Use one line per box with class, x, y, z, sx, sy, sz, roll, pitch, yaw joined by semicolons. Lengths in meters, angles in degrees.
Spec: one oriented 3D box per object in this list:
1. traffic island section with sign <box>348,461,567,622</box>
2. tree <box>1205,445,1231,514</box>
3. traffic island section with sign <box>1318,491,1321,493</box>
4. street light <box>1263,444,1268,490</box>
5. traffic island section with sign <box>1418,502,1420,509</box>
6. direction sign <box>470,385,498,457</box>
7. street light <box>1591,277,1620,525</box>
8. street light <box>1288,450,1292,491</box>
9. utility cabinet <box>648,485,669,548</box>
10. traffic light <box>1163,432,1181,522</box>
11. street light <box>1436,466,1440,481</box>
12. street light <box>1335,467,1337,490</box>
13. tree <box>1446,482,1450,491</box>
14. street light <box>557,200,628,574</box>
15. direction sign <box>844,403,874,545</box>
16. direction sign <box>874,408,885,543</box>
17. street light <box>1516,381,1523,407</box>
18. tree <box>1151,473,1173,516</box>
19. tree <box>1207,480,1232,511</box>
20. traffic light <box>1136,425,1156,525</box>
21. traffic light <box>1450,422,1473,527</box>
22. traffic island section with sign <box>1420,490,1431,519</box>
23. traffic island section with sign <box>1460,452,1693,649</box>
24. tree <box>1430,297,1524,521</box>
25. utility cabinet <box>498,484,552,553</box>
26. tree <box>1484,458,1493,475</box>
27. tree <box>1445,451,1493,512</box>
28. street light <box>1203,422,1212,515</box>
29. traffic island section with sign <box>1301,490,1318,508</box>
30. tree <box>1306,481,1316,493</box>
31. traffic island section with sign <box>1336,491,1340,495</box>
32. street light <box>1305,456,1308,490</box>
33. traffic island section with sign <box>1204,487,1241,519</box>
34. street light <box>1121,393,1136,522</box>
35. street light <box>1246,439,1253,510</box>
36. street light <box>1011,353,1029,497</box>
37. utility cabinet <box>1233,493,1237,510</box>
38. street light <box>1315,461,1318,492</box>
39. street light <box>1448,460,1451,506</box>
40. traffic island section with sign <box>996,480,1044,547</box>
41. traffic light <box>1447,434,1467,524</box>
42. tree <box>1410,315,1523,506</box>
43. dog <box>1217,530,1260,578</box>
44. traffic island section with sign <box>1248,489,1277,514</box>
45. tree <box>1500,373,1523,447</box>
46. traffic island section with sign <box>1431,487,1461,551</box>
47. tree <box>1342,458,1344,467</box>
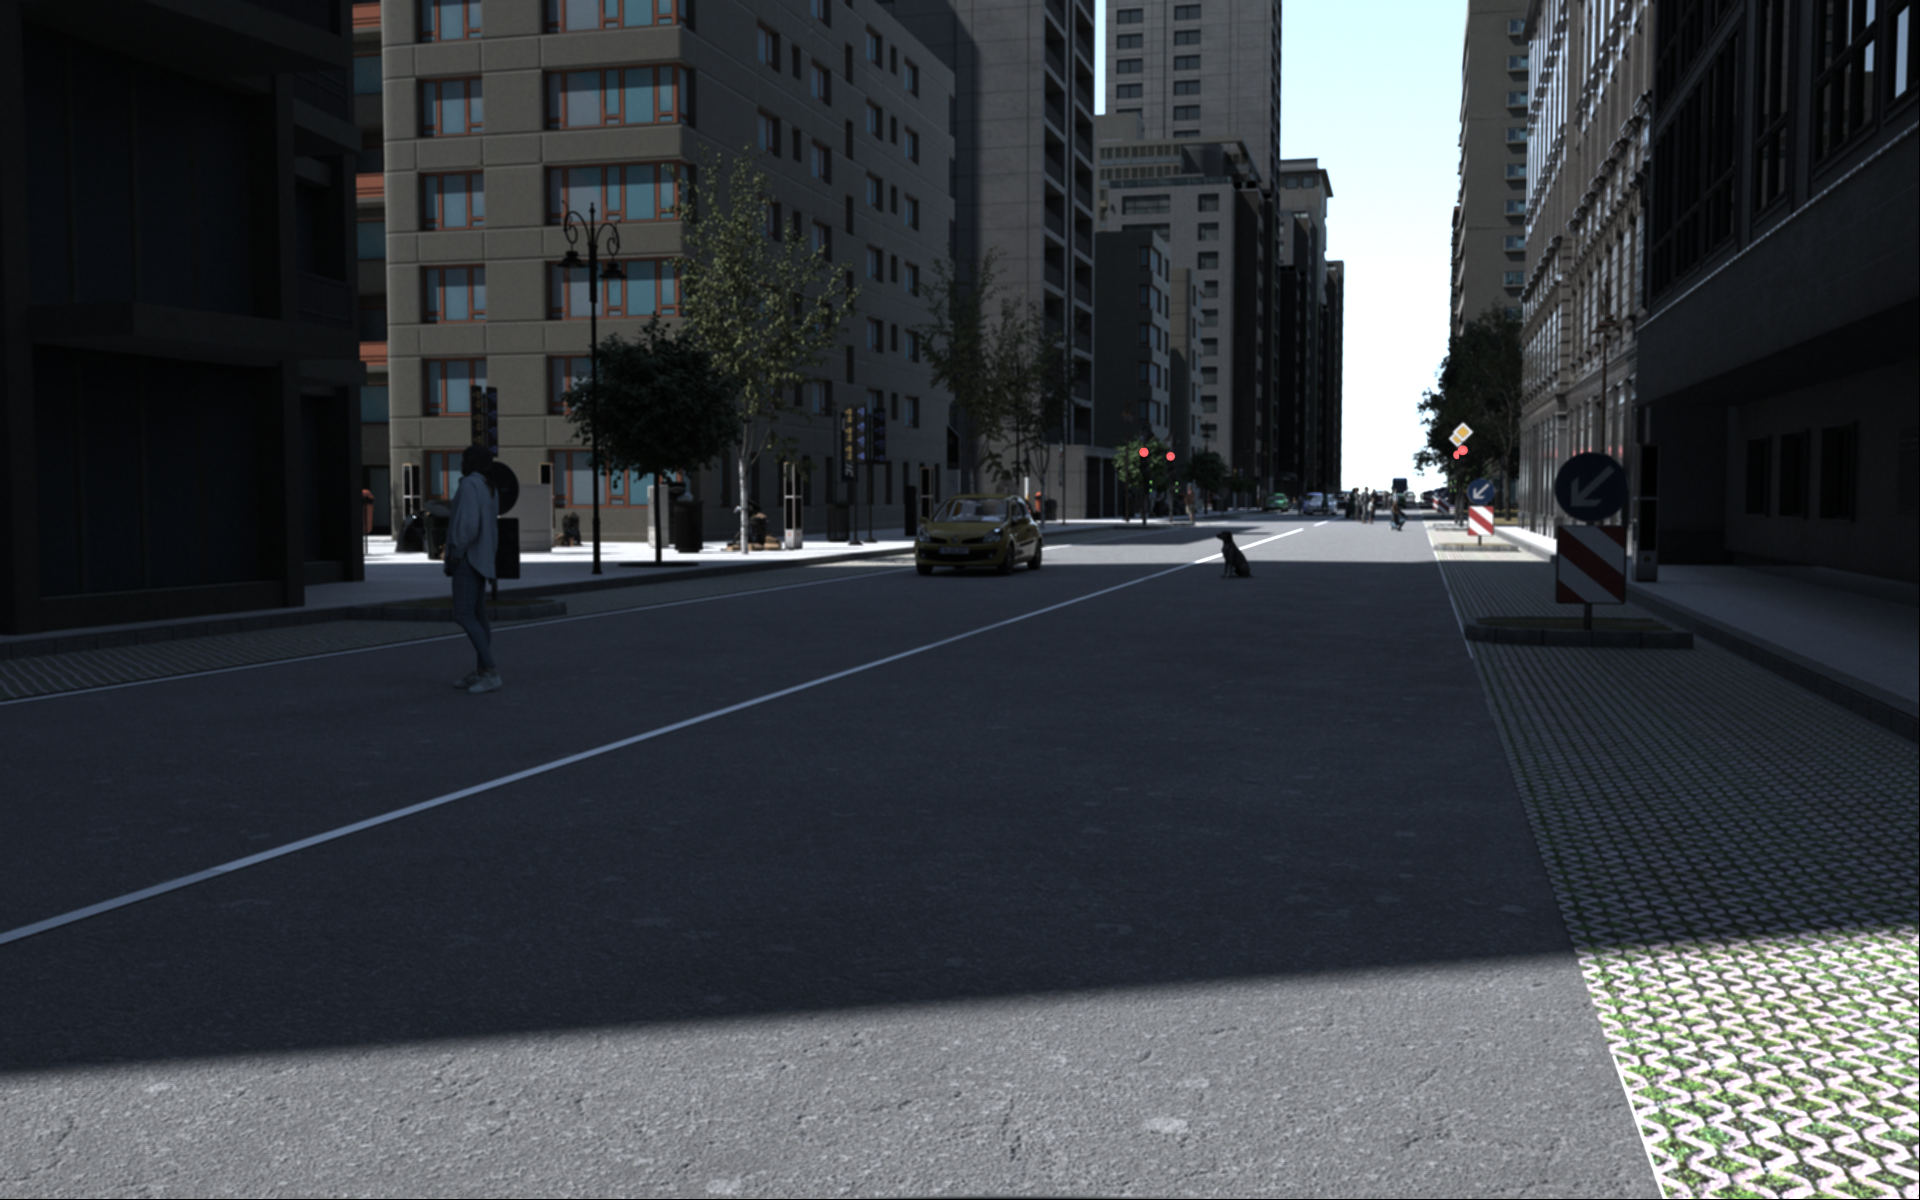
traffic island section with sign;-5.728;-0.711;20.253;1.989;1.847;2.006;1;4;15
tree;16.023;-7.883;112.598;4.285;4.588;4.351;0;3;0
traffic island section with sign;41.771;-11.792;201.430;1.989;1.847;2.006;1;4;15
street light;27.041;-11.037;153.237;0.468;5.910;1.993;1;4;15
traffic island section with sign;33.969;-7.038;123.704;1.989;1.847;2.006;1;4;15
direction sign;-10.004;-2.721;36.491;0.379;3.537;0.876;1;4;20
street light;13.793;-3.935;37.127;0.468;5.910;1.993;1;4;15
street light;34.645;-12.810;182.234;0.468;5.910;1.993;1;4;15
utility cabinet;-7.210;-1.996;41.314;0.318;1.500;1.173;-1;4;-20
traffic light;9.585;-5.473;78.408;0.839;4.253;0.868;1;4;15
street light;83.070;-20.111;301.597;0.468;5.910;1.993;1;4;15
street light;63.331;-19.491;291.460;0.468;5.910;1.993;1;4;15
tree;64.765;-14.296;228.347;1.663;3.219;1.824;0;3;0
street light;-5.824;-3.353;27.603;0.468;5.910;1.993;1;4;15
direction sign;-2.631;-3.151;43.513;0.379;3.537;0.876;-3;5;-39
direction sign;-2.368;-3.278;45.589;0.876;3.537;0.379;-2;4;-27
street light;21.518;-5.716;66.239;0.468;5.910;1.993;1;4;15
tree;11.463;-6.448;100.028;1.663;3.219;1.824;0;3;0
tree;19.625;-8.535;134.147;1.663;3.219;1.824;0;3;0
traffic light;7.560;-5.001;70.682;0.839;4.253;0.868;1;4;15
traffic light;19.571;-4.810;67.562;0.839;4.253;0.868;1;4;15
traffic island section with sign;27.136;-5.443;97.626;1.989;1.847;2.006;1;4;15
traffic island section with sign;6.013;-0.514;17.037;1.989;1.847;2.006;1;4;15
tree;25.903;-9.061;82.563;7.601;10.594;8.767;-1;4;-14
utility cabinet;-9.459;-1.761;37.464;1.173;1.500;0.318;-3;4;-37
tree;41.142;-11.507;138.494;4.360;8.622;3.978;0;3;0
tree;37.452;-8.800;127.593;4.285;4.588;4.351;0;3;0
street light;15.400;-8.277;108.124;0.468;5.910;1.993;1;4;15
traffic island section with sign;34.909;-10.192;175.265;1.989;1.847;2.006;1;4;15
tree;45.939;-14.188;226.566;1.663;3.219;1.824;0;3;0
traffic island section with sign;55.596;-15.021;254.225;1.989;1.847;2.006;1;4;15
street light;42.227;-14.582;211.197;0.468;5.910;1.993;1;4;15
traffic island section with sign;15.203;-5.594;100.084;1.989;1.847;2.006;1;4;15
street light;7.686;-6.513;79.278;0.468;5.910;1.993;1;4;15
street light;22.847;-10.049;137.088;0.468;5.910;1.993;1;4;15
street light;1.902;-5.147;56.948;0.468;5.910;1.993;1;4;15
utility cabinet;22.226;-8.031;139.989;0.318;1.500;1.173;1;4;9
street light;48.117;-15.957;233.676;0.468;5.910;1.993;1;4;15
street light;54.297;-13.421;192.226;0.468;5.910;1.993;1;4;15
traffic island section with sign;1.206;-2.330;46.716;1.989;1.847;2.006;1;4;15
traffic light;21.596;-5.282;75.287;0.839;4.253;0.868;1;4;15
tree;33.480;-11.871;111.097;9.611;12.733;9.660;0;3;0
dog;4.831;-0.786;29.688;0.800;0.831;0.513;1;4;18
traffic island section with sign;22.195;-7.227;126.790;1.989;1.847;2.006;1;4;15
tree;30.991;-8.708;92.744;4.360;8.622;3.978;0;3;0
traffic island section with sign;13.015;-2.149;43.761;1.989;1.847;2.006;1;4;15
tree;65.577;-21.724;305.542;4.360;8.622;3.978;0;3;0
